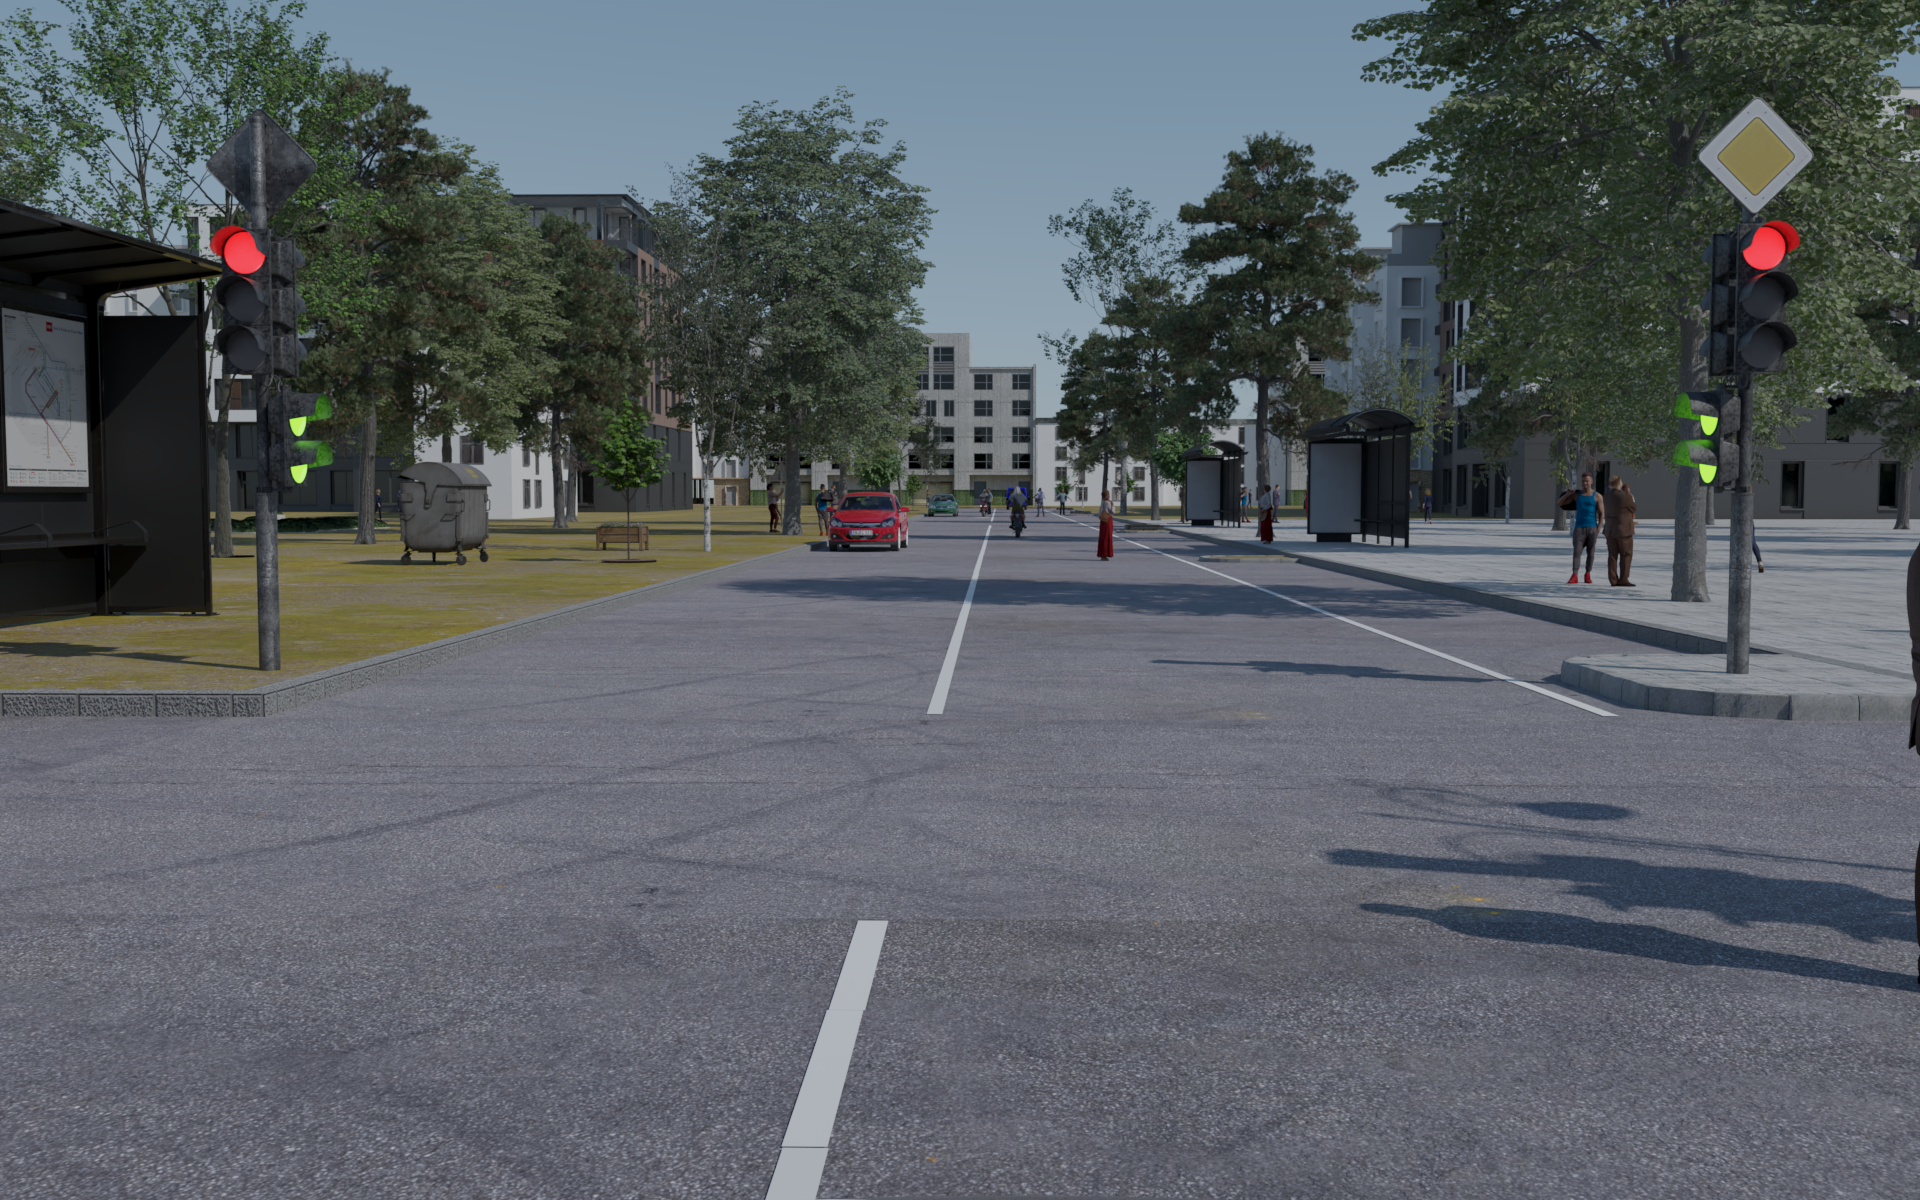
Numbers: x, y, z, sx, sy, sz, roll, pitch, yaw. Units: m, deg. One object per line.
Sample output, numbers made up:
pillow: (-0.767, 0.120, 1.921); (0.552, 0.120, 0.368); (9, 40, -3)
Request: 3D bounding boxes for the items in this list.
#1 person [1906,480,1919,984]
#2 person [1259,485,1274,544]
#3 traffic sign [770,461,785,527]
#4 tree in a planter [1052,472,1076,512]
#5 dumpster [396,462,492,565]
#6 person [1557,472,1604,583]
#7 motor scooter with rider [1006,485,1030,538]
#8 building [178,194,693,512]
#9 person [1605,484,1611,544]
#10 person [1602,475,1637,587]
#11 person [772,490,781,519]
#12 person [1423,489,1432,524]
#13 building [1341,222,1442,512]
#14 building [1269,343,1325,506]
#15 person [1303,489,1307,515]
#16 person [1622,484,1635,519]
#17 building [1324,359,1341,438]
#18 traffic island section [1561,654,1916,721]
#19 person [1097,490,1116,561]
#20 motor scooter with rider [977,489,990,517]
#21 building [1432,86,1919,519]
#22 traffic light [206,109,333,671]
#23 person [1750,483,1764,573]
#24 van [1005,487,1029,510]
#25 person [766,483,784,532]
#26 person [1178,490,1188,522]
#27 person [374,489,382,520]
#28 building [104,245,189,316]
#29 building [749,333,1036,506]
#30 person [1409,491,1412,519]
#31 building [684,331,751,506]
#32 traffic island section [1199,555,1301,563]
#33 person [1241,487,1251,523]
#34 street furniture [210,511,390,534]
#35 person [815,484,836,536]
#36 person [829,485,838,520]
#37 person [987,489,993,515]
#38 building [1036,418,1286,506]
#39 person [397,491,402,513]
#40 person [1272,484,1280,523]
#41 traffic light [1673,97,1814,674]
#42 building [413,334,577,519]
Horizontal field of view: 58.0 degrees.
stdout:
person: (2.952, 0.352, 5.008); (0.388, 1.546, 0.482); (1, 4, 12)
person: (7.851, -2.194, 44.387); (0.387, 1.526, 0.523); (0, 4, 4)
traffic sign: (-6.962, -4.128, 67.501); (0.884, 2.594, 0.081); (0, 4, 2)
tree in a planter: (8.547, -8.841, 141.769); (1.991, 3.239, 1.994); (0, 4, 1)
dumpster: (-9.456, -1.591, 31.768); (1.264, 1.857, 1.865); (0, 4, 1)
person: (8.927, -1.041, 24.938); (0.647, 1.594, 0.662); (1, 4, 20)
motor scooter with rider: (1.954, -2.969, 57.515); (0.876, 1.779, 1.986); (0, 4, 3)
building: (-38.567, -17.643, 132.440); (32.646, 21.610, 27.936); (0, 4, 1)
person: (16.670, -2.288, 43.902); (0.568, 1.767, 0.683); (2, 4, 29)
person: (9.139, -0.962, 24.048); (0.388, 1.546, 0.482); (-2, 4, -32)
person: (-9.349, -4.822, 87.576); (0.574, 1.496, 0.600); (-1, 4, -22)
person: (19.986, -3.993, 73.871); (0.480, 1.512, 0.613); (-1, 4, -21)
building: (37.186, -16.507, 126.301); (16.016, 20.091, 11.380); (0, 4, 1)
building: (52.347, -20.271, 197.894); (31.486, 18.905, 16.747); (0, 4, 1)
person: (14.441, -3.890, 71.350); (0.593, 1.614, 0.444); (3, 5, 39)
person: (16.127, -2.042, 41.904); (0.387, 1.526, 0.523); (1, 4, 22)
building: (37.513, -17.238, 138.255); (16.016, 20.091, 11.380); (0, 4, 1)
traffic island section: (5.585, 0.605, 12.393); (2.009, 0.180, 2.903); (0, 4, 1)
person: (3.135, -1.606, 37.228); (0.387, 1.526, 0.523); (-1, 4, -13)
motor scooter with rider: (1.479, -6.131, 109.212); (0.876, 1.779, 1.986); (0, 4, 3)
building: (43.017, -15.879, 103.604); (27.936, 21.610, 32.646); (0, 4, 1)
traffic light: (-5.013, -1.423, 12.506); (0.839, 4.213, 0.868); (0, 4, 1)
person: (12.885, -1.206, 28.306); (0.480, 1.512, 0.613); (-3, 5, -43)
van: (5.160, -9.361, 157.433); (2.240, 2.365, 5.245); (0, 4, 2)
person: (-6.228, -3.112, 58.380); (0.566, 1.644, 0.517); (2, 4, 34)
person: (10.349, -4.476, 79.915); (0.600, 1.739, 0.565); (2, 4, 32)
person: (-27.095, -4.396, 80.461); (0.613, 1.512, 0.480); (0, 4, -4)
building: (-60.834, -17.245, 138.379); (11.380, 20.091, 16.016); (0, 4, 1)
building: (-7.205, -20.321, 198.708); (31.486, 18.905, 16.747); (0, 4, 1)
person: (18.720, -4.060, 72.961); (0.617, 1.759, 0.750); (0, 4, 7)
building: (-28.636, -20.954, 199.014); (11.380, 20.091, 16.016); (0, 4, 1)
traffic island section: (6.152, -0.868, 37.052); (1.991, 0.108, 1.994); (0, 4, 1)
person: (12.774, -4.271, 77.747); (0.662, 1.594, 0.647); (1, 4, 15)
street furniture: (-23.930, -2.794, 61.312); (5.734, 0.657, 10.072); (0, 4, 2)
person: (-4.143, -2.774, 53.274); (0.647, 1.594, 0.662); (0, 4, -1)
person: (-6.210, -4.796, 85.276); (0.431, 1.722, 0.655); (0, 4, 0)
person: (2.015, -6.915, 121.552); (0.705, 1.826, 1.348); (-2, 4, -25)
building: (22.470, -15.416, 194.192); (28.070, 9.664, 9.099); (0, 4, 1)
person: (-25.627, -4.446, 79.658); (0.541, 1.710, 0.530); (-3, 4, -39)
person: (13.984, -4.258, 76.579); (0.530, 1.710, 0.541); (2, 4, 34)
traffic light: (5.546, -1.409, 12.282); (0.839, 4.213, 0.868); (0, 4, 1)
building: (-27.260, -9.858, 103.331); (9.099, 9.664, 28.070); (0, 4, 1)
